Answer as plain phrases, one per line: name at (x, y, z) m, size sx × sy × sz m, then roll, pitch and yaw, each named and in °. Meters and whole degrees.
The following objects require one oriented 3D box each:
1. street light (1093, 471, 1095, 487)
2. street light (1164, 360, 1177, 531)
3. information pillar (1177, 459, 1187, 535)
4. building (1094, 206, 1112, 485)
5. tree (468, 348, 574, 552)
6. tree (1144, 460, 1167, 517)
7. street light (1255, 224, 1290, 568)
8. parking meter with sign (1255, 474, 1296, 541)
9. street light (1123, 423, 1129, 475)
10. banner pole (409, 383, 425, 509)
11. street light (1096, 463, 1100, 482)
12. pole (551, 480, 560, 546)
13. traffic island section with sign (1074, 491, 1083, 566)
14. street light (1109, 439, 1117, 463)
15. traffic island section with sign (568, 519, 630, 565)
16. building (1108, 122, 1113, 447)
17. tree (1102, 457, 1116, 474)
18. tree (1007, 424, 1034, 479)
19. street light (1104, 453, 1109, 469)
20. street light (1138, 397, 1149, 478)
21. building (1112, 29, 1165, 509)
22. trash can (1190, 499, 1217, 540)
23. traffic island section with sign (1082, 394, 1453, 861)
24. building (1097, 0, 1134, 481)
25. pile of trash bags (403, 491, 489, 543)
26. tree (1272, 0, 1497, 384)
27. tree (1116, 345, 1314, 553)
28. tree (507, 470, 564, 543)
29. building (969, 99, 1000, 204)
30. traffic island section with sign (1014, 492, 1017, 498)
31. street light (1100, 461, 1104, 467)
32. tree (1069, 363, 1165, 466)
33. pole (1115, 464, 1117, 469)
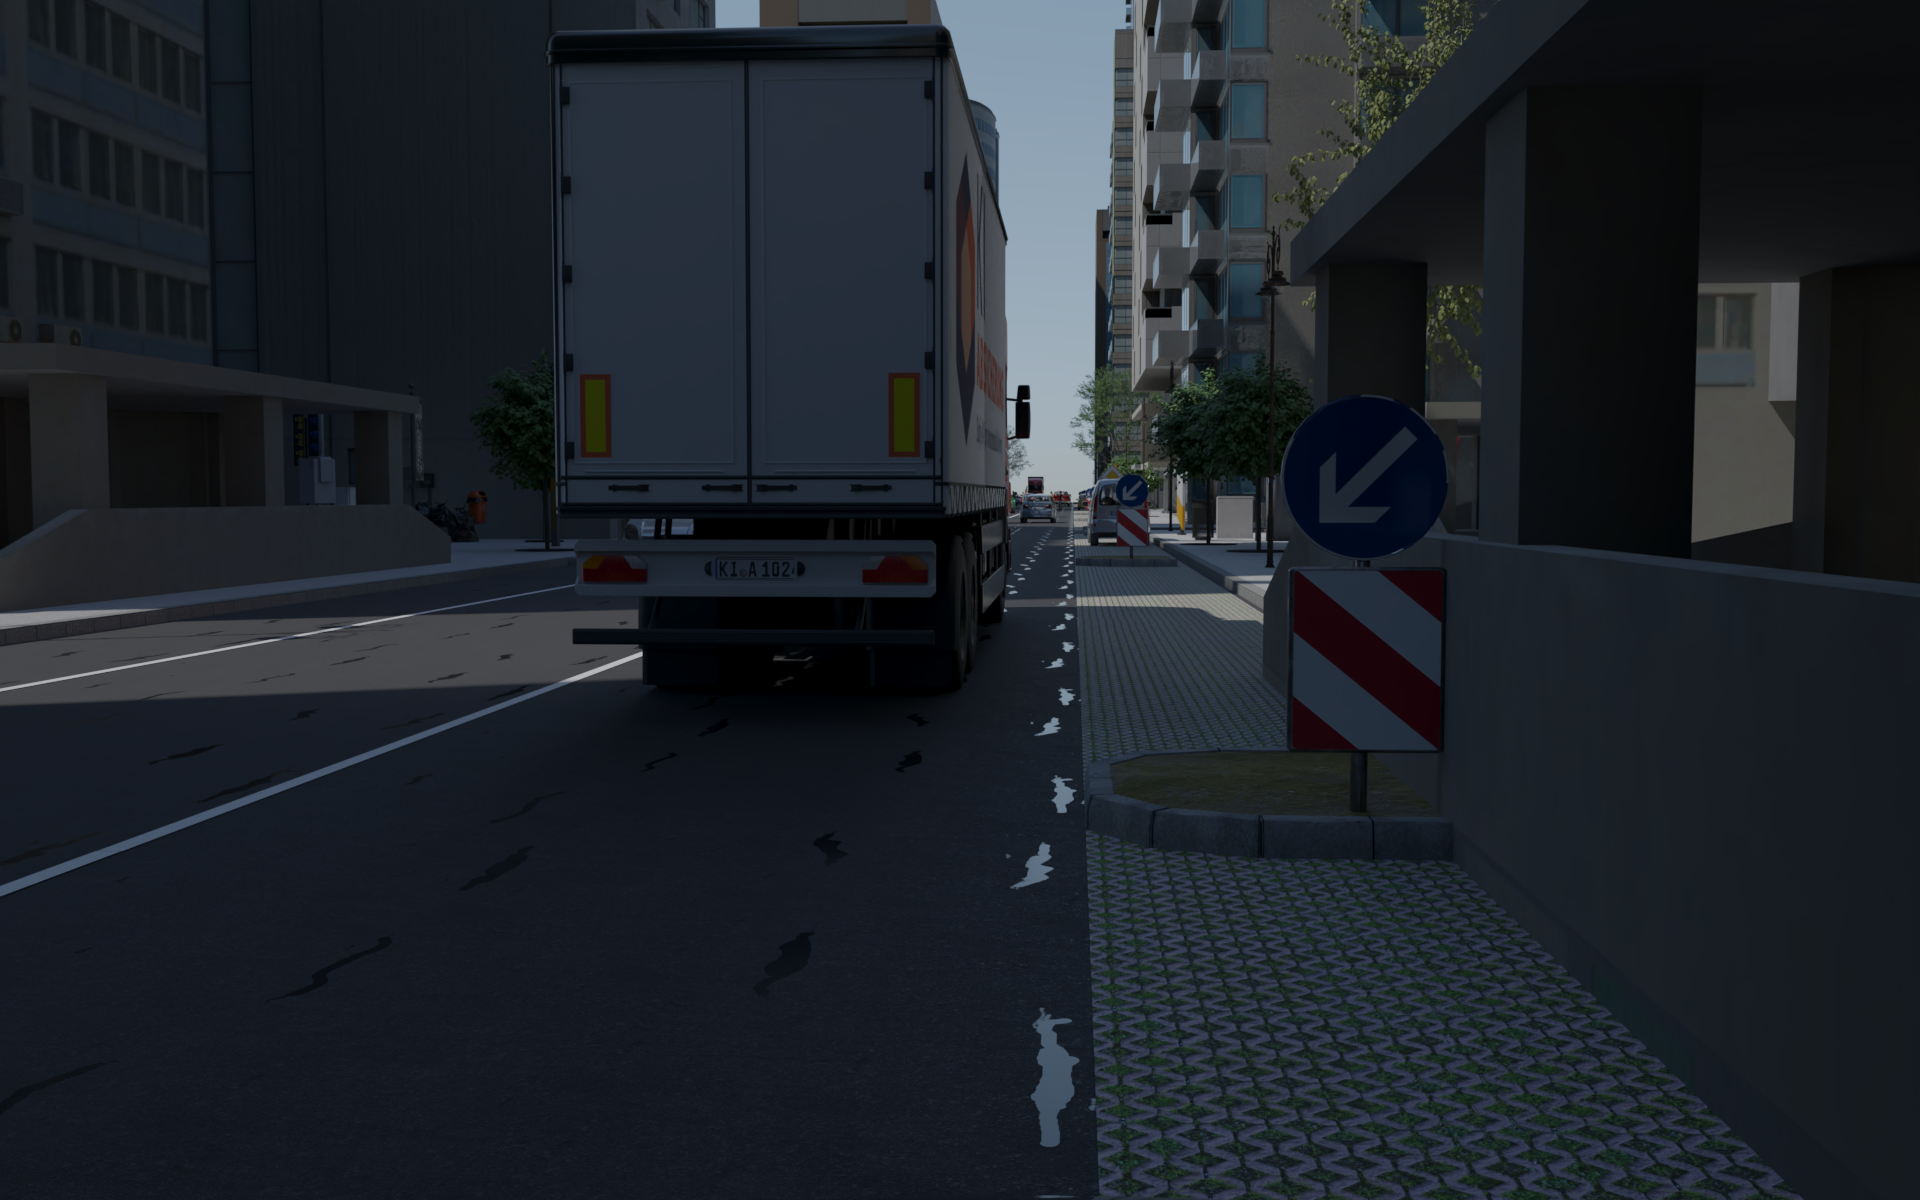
street light at (19.175, -16.427, 241.365) m, size 0.468 × 5.910 × 1.993 m, roll 0°, pitch 4°, yaw 4°
street light at (7.273, -5.312, 59.643) m, size 0.468 × 5.910 × 1.993 m, roll 0°, pitch 4°, yaw 4°
information pillar at (6.933, -3.848, 54.271) m, size 0.183 × 3.616 × 0.504 m, roll -1°, pitch 4°, yaw -14°
building at (27.536, -37.542, 263.914) m, size 14.600 × 45.320 × 14.200 m, roll 0°, pitch 4°, yaw 4°
tree at (-9.372, -3.389, 39.123) m, size 4.285 × 4.588 × 4.351 m, roll 0°, pitch 3°, yaw 0°
tree at (10.607, -6.303, 97.658) m, size 1.663 × 3.219 × 1.824 m, roll 0°, pitch 3°, yaw 0°
street light at (5.401, -3.499, 30.001) m, size 0.468 × 5.910 × 1.993 m, roll 0°, pitch 4°, yaw 4°
parking meter with sign at (8.802, -3.131, 47.457) m, size 1.738 × 3.016 × 0.543 m, roll -2°, pitch 4°, yaw -27°
street light at (10.816, -8.555, 112.664) m, size 0.468 × 5.910 × 1.993 m, roll 0°, pitch 4°, yaw 4°
banner pole at (-12.368, -3.023, 39.444) m, size 0.401 × 3.779 × 0.863 m, roll 0°, pitch 4°, yaw 4°
street light at (17.669, -15.056, 218.957) m, size 0.468 × 5.910 × 1.993 m, roll 0°, pitch 4°, yaw 4°
pole at (-9.918, -2.969, 42.389) m, size 0.158 × 3.312 × 0.155 m, roll 0°, pitch 3°, yaw 0°
traffic island section with sign at (3.331, -1.606, 34.886) m, size 1.989 × 1.847 × 2.006 m, roll 0°, pitch 4°, yaw 4°
street light at (12.693, -10.368, 142.305) m, size 0.468 × 5.910 × 1.993 m, roll 0°, pitch 4°, yaw 4°
traffic island section with sign at (-6.849, -1.658, 35.734) m, size 1.989 × 1.847 × 2.006 m, roll 0°, pitch 4°, yaw 4°
building at (28.664, -35.625, 202.083) m, size 23.786 × 49.044 × 30.456 m, roll 0°, pitch 4°, yaw 4°
tree at (6.230, -3.675, 43.800) m, size 4.285 × 4.588 × 4.351 m, roll 0°, pitch 3°, yaw 0°
tree at (7.723, -23.896, 301.061) m, size 12.009 × 13.543 × 11.850 m, roll 0°, pitch 3°, yaw 0°
street light at (13.760, -11.423, 159.546) m, size 0.468 × 5.910 × 1.993 m, roll 0°, pitch 4°, yaw 4°
street light at (8.770, -6.721, 82.674) m, size 0.468 × 5.910 × 1.993 m, roll 0°, pitch 4°, yaw 4°
building at (20.727, -28.892, 155.981) m, size 14.154 × 41.232 × 14.086 m, roll 0°, pitch 4°, yaw 4°
trash can at (6.781, -2.241, 48.301) m, size 0.748 × 1.137 × 0.748 m, roll 0°, pitch 3°, yaw 0°
traffic island section with sign at (1.557, 0.058, 7.684) m, size 1.989 × 1.847 × 2.006 m, roll 0°, pitch 4°, yaw 4°
building at (30.541, -56.709, 239.855) m, size 22.319 × 86.520 × 31.000 m, roll 0°, pitch 4°, yaw 4°
pile of trash bags at (-13.713, -2.236, 46.312) m, size 1.912 × 1.369 × 3.447 m, roll 1°, pitch 4°, yaw 17°
tree at (5.945, -4.425, 22.719) m, size 4.737 × 8.622 × 4.395 m, roll 0°, pitch 3°, yaw 0°
tree at (6.579, -3.345, 38.398) m, size 4.285 × 4.588 × 4.351 m, roll 0°, pitch 3°, yaw 0°
tree at (-11.154, -3.163, 46.321) m, size 1.663 × 3.219 × 1.824 m, roll 0°, pitch 3°, yaw 0°
building at (-5.358, -43.615, 255.098) m, size 21.231 × 58.520 × 28.212 m, roll 0°, pitch 4°, yaw 4°
traffic island section with sign at (8.979, -16.477, 278.025) m, size 1.989 × 1.847 × 2.006 m, roll 0°, pitch 4°, yaw 4°
street light at (15.821, -13.235, 189.176) m, size 0.468 × 5.910 × 1.993 m, roll 0°, pitch 4°, yaw 4°
tree at (12.364, -12.861, 136.026) m, size 9.928 × 11.665 × 9.643 m, roll 0°, pitch 3°, yaw 0°
pole at (10.461, -7.486, 116.239) m, size 0.158 × 3.312 × 0.155 m, roll 0°, pitch 3°, yaw 0°
